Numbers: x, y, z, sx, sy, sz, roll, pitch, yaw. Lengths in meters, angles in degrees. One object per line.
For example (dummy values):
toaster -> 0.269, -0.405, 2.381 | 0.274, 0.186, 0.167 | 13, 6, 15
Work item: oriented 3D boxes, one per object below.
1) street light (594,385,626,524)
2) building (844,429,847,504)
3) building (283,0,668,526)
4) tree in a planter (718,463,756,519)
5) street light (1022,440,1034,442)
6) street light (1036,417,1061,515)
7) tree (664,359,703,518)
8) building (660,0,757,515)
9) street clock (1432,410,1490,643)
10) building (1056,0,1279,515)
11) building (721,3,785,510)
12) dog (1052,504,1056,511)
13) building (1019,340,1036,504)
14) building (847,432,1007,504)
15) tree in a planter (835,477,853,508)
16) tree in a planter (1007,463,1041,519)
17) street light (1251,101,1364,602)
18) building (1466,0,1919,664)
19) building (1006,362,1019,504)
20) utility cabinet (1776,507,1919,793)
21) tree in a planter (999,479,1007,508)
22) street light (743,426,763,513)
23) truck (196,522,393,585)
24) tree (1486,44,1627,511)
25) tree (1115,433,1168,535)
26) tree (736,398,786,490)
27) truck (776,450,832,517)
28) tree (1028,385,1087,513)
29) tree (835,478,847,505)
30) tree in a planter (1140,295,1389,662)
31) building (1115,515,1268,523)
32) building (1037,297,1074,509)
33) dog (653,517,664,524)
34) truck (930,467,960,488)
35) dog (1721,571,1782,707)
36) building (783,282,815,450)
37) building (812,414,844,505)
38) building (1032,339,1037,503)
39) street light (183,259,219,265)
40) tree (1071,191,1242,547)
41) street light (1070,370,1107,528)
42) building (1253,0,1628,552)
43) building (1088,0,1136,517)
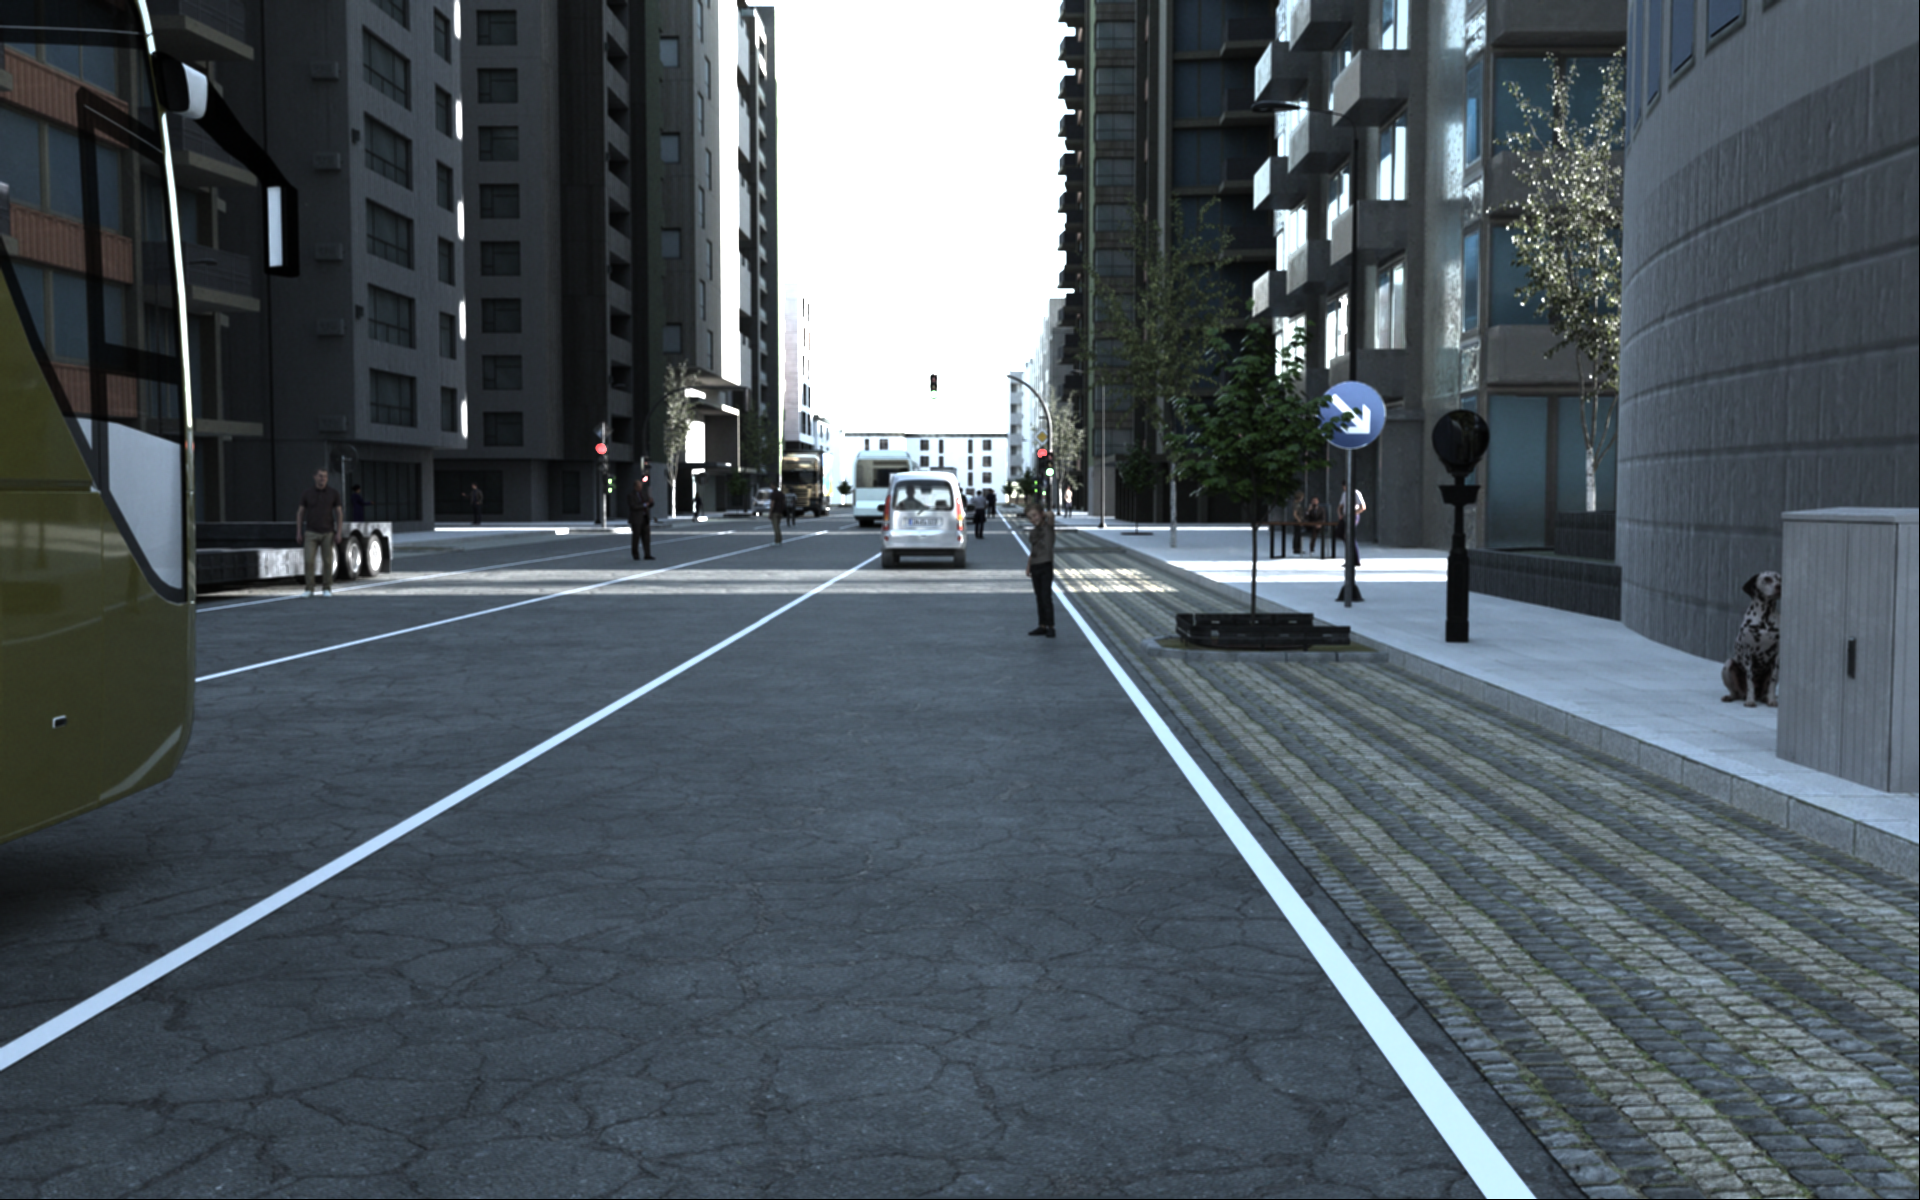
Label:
street light -> -14.875, -6.180, 73.582 | 1.470, 5.913, 1.316 | 0, 4, 1
building -> -29.008, -16.982, 219.807 | 28.070, 9.664, 9.099 | 0, 4, 1
building -> -22.525, -19.082, 83.692 | 14.160, 30.474, 14.107 | 0, 4, 1
tree in a planter -> -12.690, -6.208, 98.716 | 1.991, 3.239, 1.994 | 0, 4, 1
street light -> 5.986, -10.741, 148.154 | 1.470, 5.913, 1.316 | 0, 4, 1
street light -> 5.395, -8.044, 104.056 | 1.470, 5.913, 1.316 | 0, 4, 1
tree -> -15.820, -8.818, 94.532 | 4.360, 8.622, 3.978 | 0, 3, 0
building -> -28.403, -31.964, 111.846 | 28.713, 52.752, 27.495 | 0, 4, 1
street clock -> 4.323, -0.638, 15.007 | 0.471, 2.002, 0.358 | 1, 4, 14
building -> 18.731, -29.266, 133.120 | 22.147, 44.769, 28.867 | 0, 4, 1
building -> -22.096, -27.967, 140.847 | 14.154, 41.232, 14.086 | 0, 4, 1
dog -> 7.149, -7.211, 134.731 | 0.406, 0.507, 0.540 | 3, 5, 45
building -> 15.904, -22.103, 217.808 | 16.016, 20.091, 11.380 | 0, 4, 1
building -> -7.536, -18.124, 238.480 | 28.070, 9.664, 9.099 | 0, 4, 1
tree in a planter -> -11.584, -10.885, 175.190 | 1.991, 3.239, 1.994 | 0, 4, 1
tree in a planter -> 3.836, -6.152, 97.815 | 1.991, 3.239, 1.994 | 0, 4, 1
street light -> 4.141, -2.942, 20.637 | 1.470, 5.913, 1.316 | 0, 4, 1
building -> 16.195, -28.632, 10.125 | 21.231, 58.520, 28.212 | 0, 4, 1
building -> 12.236, -23.540, 241.293 | 11.380, 20.091, 16.016 | 0, 4, 1
utility cabinet -> 4.107, 0.199, 7.902 | 0.306, 1.237, 1.020 | 0, 4, 0
tree in a planter -> 4.964, -10.924, 175.822 | 1.991, 3.239, 1.994 | 0, 4, 1
street light -> -14.145, -8.922, 118.417 | 1.470, 5.913, 1.316 | 0, 4, 1
truck -> -11.082, -1.896, 20.763 | 2.967, 4.110, 18.799 | 0, 4, 0
tree -> 10.754, -4.800, 28.845 | 4.360, 8.622, 3.978 | 0, 3, 0
tree -> 5.728, -3.677, 54.722 | 1.663, 3.219, 1.824 | 0, 3, 0
tree -> -15.177, -11.025, 130.625 | 4.737, 8.622, 4.395 | 0, 3, 0
truck -> -9.913, -7.511, 111.722 | 2.839, 4.237, 11.283 | 0, 4, 0
tree -> 6.652, -10.098, 115.464 | 4.360, 8.622, 3.978 | 0, 3, 0
tree -> -14.284, -13.309, 212.206 | 1.663, 3.219, 1.824 | 0, 3, 0
tree in a planter -> 2.657, -1.122, 15.564 | 1.991, 3.239, 1.994 | 0, 4, 1
building -> 21.278, -26.256, 83.914 | 28.867, 44.769, 22.147 | 0, 4, 1
building -> 16.468, -18.207, 164.134 | 16.747, 18.905, 31.486 | 0, 4, 1
dog -> -13.501, -3.522, 77.775 | 0.748, 0.427, 0.550 | 1, 4, 16
truck -> -1.649, -11.933, 184.015 | 2.839, 4.237, 11.283 | 0, 4, 2
dog -> 4.988, 0.227, 10.668 | 0.800, 0.831, 0.513 | -3, 5, -40
building -> -29.443, -19.648, 165.218 | 27.936, 21.610, 32.646 | 0, 4, 1
building -> -19.092, -15.523, 195.956 | 9.099, 9.664, 28.070 | 0, 4, 1
building -> 17.008, -20.151, 195.928 | 16.747, 18.905, 31.486 | 0, 4, 1
street light -> -15.351, -3.782, 34.383 | 1.470, 5.913, 1.316 | 0, 4, 1
tree -> 4.905, -5.564, 41.337 | 4.737, 8.622, 4.395 | 0, 3, 0
street light -> 4.825, -5.662, 65.116 | 1.470, 5.913, 1.316 | 0, 4, 1
building -> 20.573, -26.178, 47.620 | 23.786, 49.044, 30.456 | 0, 4, 1
building -> 14.682, -25.704, 103.862 | 14.154, 41.232, 14.086 | 0, 4, 1
